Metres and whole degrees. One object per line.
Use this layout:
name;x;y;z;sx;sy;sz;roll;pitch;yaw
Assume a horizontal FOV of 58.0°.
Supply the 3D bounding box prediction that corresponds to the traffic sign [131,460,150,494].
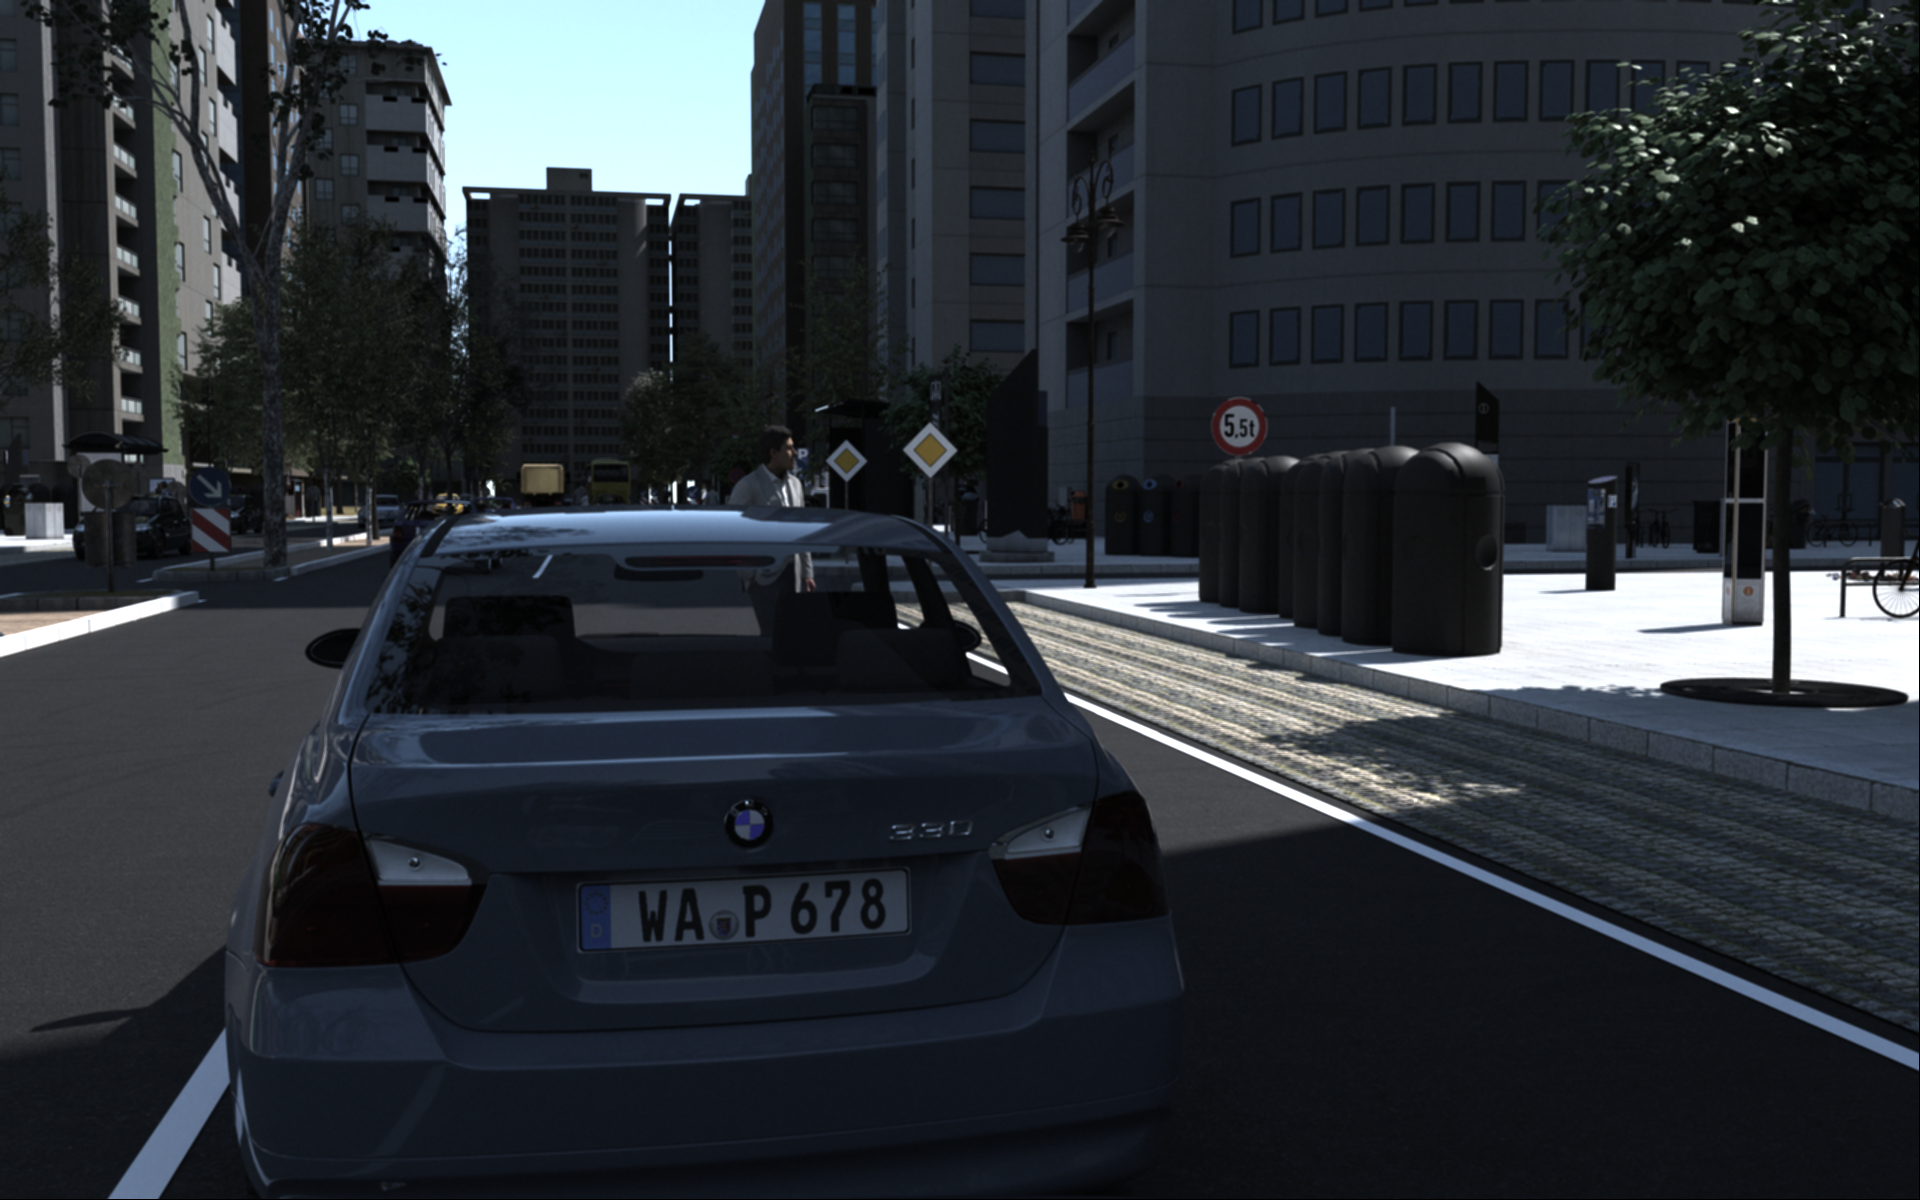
traffic sign;-30.910;-3.983;65.124;0.884;2.594;0.081;0;4;-7

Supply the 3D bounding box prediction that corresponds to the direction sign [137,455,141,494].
direction sign;-38.591;-5.470;81.432;0.379;3.537;0.876;-2;4;-34

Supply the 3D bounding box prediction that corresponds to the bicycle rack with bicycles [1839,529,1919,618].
bicycle rack with bicycles;10.430;-0.237;17.261;2.925;0.926;2.852;-1;4;-11

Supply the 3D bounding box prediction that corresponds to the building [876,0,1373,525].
building;6.074;-33.704;93.058;21.231;58.520;28.212;-1;4;-12

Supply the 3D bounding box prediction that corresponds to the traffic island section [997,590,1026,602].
traffic island section;-0.397;-0.111;24.101;2.009;0.180;2.903;-1;4;-12

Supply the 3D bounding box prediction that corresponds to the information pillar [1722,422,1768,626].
information pillar;7.687;-0.762;16.957;0.304;2.012;0.304;0;4;5

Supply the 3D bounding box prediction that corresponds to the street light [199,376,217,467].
street light;-29.544;-5.834;68.168;0.468;5.910;1.993;-1;4;-12

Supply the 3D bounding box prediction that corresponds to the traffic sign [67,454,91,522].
traffic sign;-28.167;-3.382;55.401;0.768;2.556;0.104;0;4;-2

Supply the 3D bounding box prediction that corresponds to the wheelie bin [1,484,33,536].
wheelie bin;-28.966;-2.775;53.283;0.693;1.594;0.980;0;4;-2

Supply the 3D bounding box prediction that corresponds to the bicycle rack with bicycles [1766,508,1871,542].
bicycle rack with bicycles;20.956;-1.805;42.894;2.925;0.926;2.852;-2;4;-28

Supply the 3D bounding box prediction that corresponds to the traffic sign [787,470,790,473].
traffic sign;-6.310;-3.696;60.538;0.768;2.556;0.104;0;4;-3

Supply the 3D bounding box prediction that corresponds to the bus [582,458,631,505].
bus;-24.124;-7.753;118.306;2.896;3.916;12.252;-1;4;-14

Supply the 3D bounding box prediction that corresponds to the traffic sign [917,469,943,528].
traffic sign;-0.711;-2.651;43.342;0.884;2.594;0.081;0;4;-7

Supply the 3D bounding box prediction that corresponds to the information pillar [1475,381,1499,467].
information pillar;10.945;-2.735;36.064;0.504;3.616;0.183;0;4;-5

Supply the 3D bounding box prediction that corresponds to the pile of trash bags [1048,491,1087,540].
pile of trash bags;2.942;-2.454;49.881;1.912;1.369;3.447;-1;4;-16

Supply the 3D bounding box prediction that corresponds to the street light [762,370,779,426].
street light;-7.072;-5.624;64.736;0.468;5.910;1.993;-1;4;-12

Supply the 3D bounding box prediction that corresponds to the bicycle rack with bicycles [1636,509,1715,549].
bicycle rack with bicycles;17.295;-1.730;41.670;2.852;0.926;2.925;2;4;29

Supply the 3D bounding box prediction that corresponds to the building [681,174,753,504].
building;-23.325;-31.890;213.289;23.993;40.220;32.217;-1;4;-12

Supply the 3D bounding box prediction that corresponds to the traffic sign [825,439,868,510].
traffic sign;-2.085;-1.724;31.829;0.795;2.450;0.064;-1;4;-12

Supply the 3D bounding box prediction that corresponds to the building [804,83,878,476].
building;-4.566;-21.715;126.748;14.160;30.474;14.107;-1;4;-12

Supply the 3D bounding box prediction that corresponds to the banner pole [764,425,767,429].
banner pole;-7.049;-4.446;62.704;0.401;3.779;0.863;0;4;-3

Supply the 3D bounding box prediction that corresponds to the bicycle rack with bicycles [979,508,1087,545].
bicycle rack with bicycles;2.131;-1.915;44.686;2.852;0.926;2.925;-2;4;-26

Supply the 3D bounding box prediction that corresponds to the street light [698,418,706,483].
street light;-15.740;-8.108;105.357;0.468;5.910;1.993;-1;4;-12

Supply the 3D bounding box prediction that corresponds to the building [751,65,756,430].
building;-13.301;-29.636;168.144;14.154;41.232;14.086;-1;4;-12

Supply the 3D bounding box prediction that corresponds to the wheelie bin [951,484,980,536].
wheelie bin;0.172;-2.784;53.419;0.980;1.594;0.693;3;5;41

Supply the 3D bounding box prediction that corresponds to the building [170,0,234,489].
building;-62.028;-31.809;109.320;28.713;52.752;27.495;-1;4;-12

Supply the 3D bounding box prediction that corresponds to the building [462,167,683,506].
building;-46.903;-31.617;208.823;23.993;40.220;32.217;-1;4;-12

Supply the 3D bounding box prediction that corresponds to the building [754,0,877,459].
building;-10.626;-30.818;153.978;14.600;45.320;14.200;-1;4;-12

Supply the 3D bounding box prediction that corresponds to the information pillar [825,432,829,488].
information pillar;-4.813;-4.476;64.539;0.504;3.616;0.183;1;4;15

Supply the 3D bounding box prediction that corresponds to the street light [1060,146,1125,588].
street light;1.778;-3.102;23.503;0.468;5.910;1.993;-1;4;-12

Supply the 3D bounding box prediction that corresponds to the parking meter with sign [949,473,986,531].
parking meter with sign;0.511;-3.871;59.559;1.738;3.016;0.543;0;4;-7

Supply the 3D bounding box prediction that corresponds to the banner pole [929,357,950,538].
banner pole;-0.364;-2.561;31.894;0.401;3.779;0.863;-2;4;-31

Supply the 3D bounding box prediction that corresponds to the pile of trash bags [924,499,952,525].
pile of trash bags;-0.647;-3.937;74.115;3.447;1.369;1.912;2;4;24

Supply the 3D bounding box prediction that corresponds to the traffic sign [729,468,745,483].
traffic sign;-10.727;-5.085;83.243;0.768;2.556;0.104;0;4;-4

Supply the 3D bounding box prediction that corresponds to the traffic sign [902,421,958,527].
traffic sign;-0.418;-1.246;24.019;0.795;2.450;0.064;-1;4;-12

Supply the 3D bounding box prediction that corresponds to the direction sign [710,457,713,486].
direction sign;-15.219;-6.974;106.026;0.379;3.537;0.876;-1;4;-17

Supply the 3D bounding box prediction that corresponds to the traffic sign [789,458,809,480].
traffic sign;-5.798;-3.781;61.931;0.768;2.556;0.104;0;4;-8

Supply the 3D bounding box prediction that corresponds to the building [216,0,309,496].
building;-58.455;-29.466;131.886;14.600;45.320;14.200;-1;4;-12

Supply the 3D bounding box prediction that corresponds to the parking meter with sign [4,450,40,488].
parking meter with sign;-37.213;-4.468;69.310;1.738;3.016;0.543;-2;4;-24

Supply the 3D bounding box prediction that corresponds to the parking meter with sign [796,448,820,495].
parking meter with sign;-5.647;-4.276;66.169;0.543;3.016;1.738;1;4;19

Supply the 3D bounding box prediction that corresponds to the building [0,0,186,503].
building;-48.657;-24.696;87.380;14.154;41.232;14.086;-1;4;-12

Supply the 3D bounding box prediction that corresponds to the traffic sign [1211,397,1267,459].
traffic sign;3.664;-1.392;22.863;0.768;2.556;0.104;-1;4;-10

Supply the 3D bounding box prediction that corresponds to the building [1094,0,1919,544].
building;17.812;-31.274;53.336;28.212;58.520;21.231;-1;4;-12

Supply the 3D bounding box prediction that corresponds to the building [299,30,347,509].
building;-70.817;-30.417;151.937;28.867;44.769;22.147;-1;4;-12

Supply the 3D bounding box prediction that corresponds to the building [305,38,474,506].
building;-71.730;-37.443;201.438;27.495;52.752;28.713;-1;4;-12
